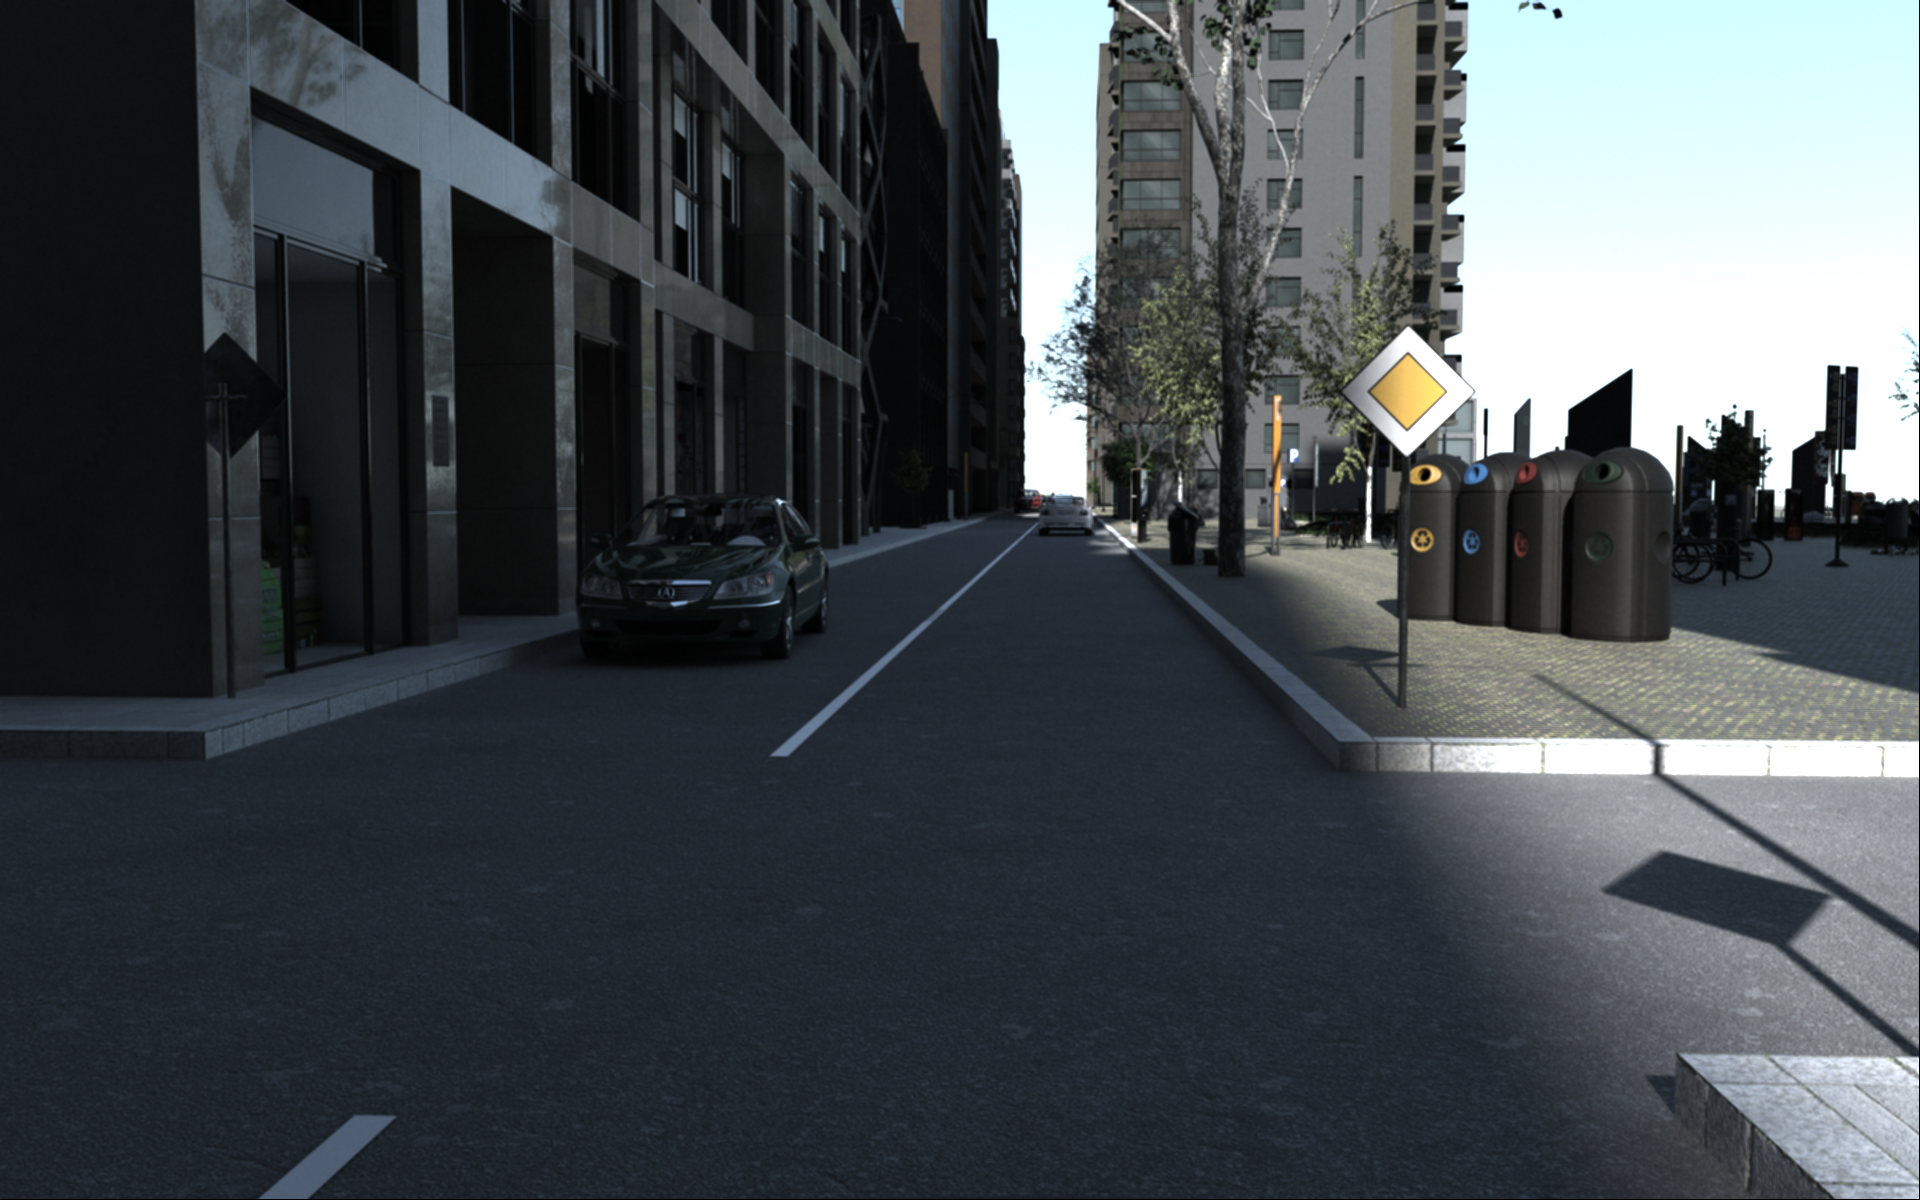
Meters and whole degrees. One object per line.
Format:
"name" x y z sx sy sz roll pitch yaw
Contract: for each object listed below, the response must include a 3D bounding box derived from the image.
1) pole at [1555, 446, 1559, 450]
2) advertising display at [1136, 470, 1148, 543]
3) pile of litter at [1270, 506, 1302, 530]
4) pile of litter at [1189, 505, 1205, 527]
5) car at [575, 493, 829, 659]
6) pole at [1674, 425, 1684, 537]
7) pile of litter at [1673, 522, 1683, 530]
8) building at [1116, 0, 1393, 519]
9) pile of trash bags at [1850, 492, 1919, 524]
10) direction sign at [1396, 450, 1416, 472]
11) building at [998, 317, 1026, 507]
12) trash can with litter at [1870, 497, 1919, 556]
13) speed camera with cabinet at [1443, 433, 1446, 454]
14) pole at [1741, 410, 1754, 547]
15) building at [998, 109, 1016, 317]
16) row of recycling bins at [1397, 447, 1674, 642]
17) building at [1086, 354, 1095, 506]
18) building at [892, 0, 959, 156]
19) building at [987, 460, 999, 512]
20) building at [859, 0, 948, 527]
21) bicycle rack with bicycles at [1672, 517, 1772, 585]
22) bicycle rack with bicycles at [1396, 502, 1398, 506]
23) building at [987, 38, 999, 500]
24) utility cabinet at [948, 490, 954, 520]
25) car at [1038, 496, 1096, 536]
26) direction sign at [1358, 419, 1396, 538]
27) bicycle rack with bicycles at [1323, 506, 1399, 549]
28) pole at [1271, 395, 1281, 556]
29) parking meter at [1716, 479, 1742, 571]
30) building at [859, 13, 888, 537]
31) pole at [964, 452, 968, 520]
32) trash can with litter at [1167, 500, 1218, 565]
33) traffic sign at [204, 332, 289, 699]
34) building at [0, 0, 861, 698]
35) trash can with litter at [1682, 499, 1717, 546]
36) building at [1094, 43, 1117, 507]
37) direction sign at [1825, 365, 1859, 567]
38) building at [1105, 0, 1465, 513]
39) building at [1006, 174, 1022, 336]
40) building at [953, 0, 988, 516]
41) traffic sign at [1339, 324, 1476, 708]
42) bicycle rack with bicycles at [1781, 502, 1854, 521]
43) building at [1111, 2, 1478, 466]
"pole" 25.478 -4.902 73.988 0.158 3.312 0.155 0 3 0
"advertising display" 4.827 -2.488 45.892 0.123 1.923 0.974 1 4 18
"pile of litter" 11.756 -2.917 61.659 1.176 0.858 1.719 -1 4 -12
"pile of litter" 8.915 -3.303 67.961 1.719 0.858 1.176 -2 4 -29
"car" -2.337 -0.294 16.599 2.131 1.459 4.920 0 4 2
"pole" 21.258 -3.509 51.207 0.158 3.312 0.155 0 3 0
"pile of litter" 24.345 -2.822 60.107 1.719 0.858 1.176 0 4 4
"building" 15.796 -19.869 96.563 14.160 30.474 14.107 0 4 4
"pile of trash bags" 39.476 -3.949 74.320 1.912 1.369 3.447 1 4 10
"direction sign" 15.450 -4.177 60.283 0.876 3.537 0.379 3 5 41
"building" -7.222 -20.766 184.563 27.650 21.520 28.899 0 4 4
"trash can with litter" 20.309 -1.574 36.785 2.233 1.210 1.678 -1 4 -13
"speed camera with cabinet" 16.223 -3.831 56.976 2.038 3.252 0.660 -2 4 -34
"pole" 19.127 -2.949 42.059 0.158 3.312 0.155 0 3 0
"building" -4.528 -36.307 213.234 23.786 49.044 30.456 0 4 4
"row of recycling bins" 5.442 -0.582 16.629 1.069 1.692 3.534 -1 4 -20
"building" 28.938 -22.028 205.195 27.650 21.520 28.899 0 4 4
"building" -7.368 -27.109 93.335 14.600 45.320 14.200 0 4 4
"building" -7.408 -42.471 132.656 20.563 71.187 20.611 0 4 4
"building" -7.223 -15.008 75.051 12.332 23.373 15.834 0 4 4
"bicycle rack with bicycles" 10.338 -0.754 25.703 2.925 0.926 2.852 2 4 31
"bicycle rack with bicycles" 19.409 -3.734 74.440 2.925 0.926 2.852 0 4 -2
"building" -3.905 -28.607 151.320 14.154 41.232 14.086 0 4 4
"utility cabinet" -0.643 -4.627 84.336 0.318 1.500 1.173 -1 4 -21
"car" 3.755 -2.974 60.985 2.083 1.381 4.827 0 4 5
"direction sign" 12.080 -3.571 50.383 0.876 3.537 0.379 3 5 39
"bicycle rack with bicycles" 9.678 -1.684 40.923 2.852 0.926 2.925 2 4 34
"pole" 6.557 -2.573 35.906 0.158 3.312 0.155 0 3 0
"parking meter" 12.923 -1.266 29.111 0.372 1.533 0.369 0 3 0
"building" -10.802 -11.379 53.499 16.820 18.784 16.811 0 4 4
"pole" 0.285 -5.537 84.365 0.158 3.312 0.155 0 3 0
"trash can with litter" 4.309 -1.234 31.567 1.055 1.170 0.624 1 4 13
"traffic sign" -4.575 -0.439 10.821 0.795 2.450 0.064 0 4 4
"building" -13.211 -13.647 27.649 19.350 26.468 34.151 0 4 4
"trash can with litter" 18.299 -1.929 42.926 1.055 1.170 0.624 -3 5 -41
"building" 24.820 -33.973 179.154 21.300 48.544 21.600 0 4 4
"direction sign" 15.562 -2.363 30.628 0.876 3.537 0.379 -2 4 -31
"building" 21.147 -28.297 117.278 22.147 44.769 28.867 0 4 4
"building" 1.368 -35.853 236.308 14.600 45.320 14.200 0 4 4
"building" -9.372 -29.863 111.962 21.300 48.544 21.600 0 4 4
"traffic sign" 2.653 -0.410 10.342 0.795 2.450 0.064 0 4 4
"bicycle rack with bicycles" 40.018 -4.146 81.170 2.925 0.926 2.852 3 5 40
"building" 26.578 -34.044 145.864 28.713 52.752 27.495 0 4 4
